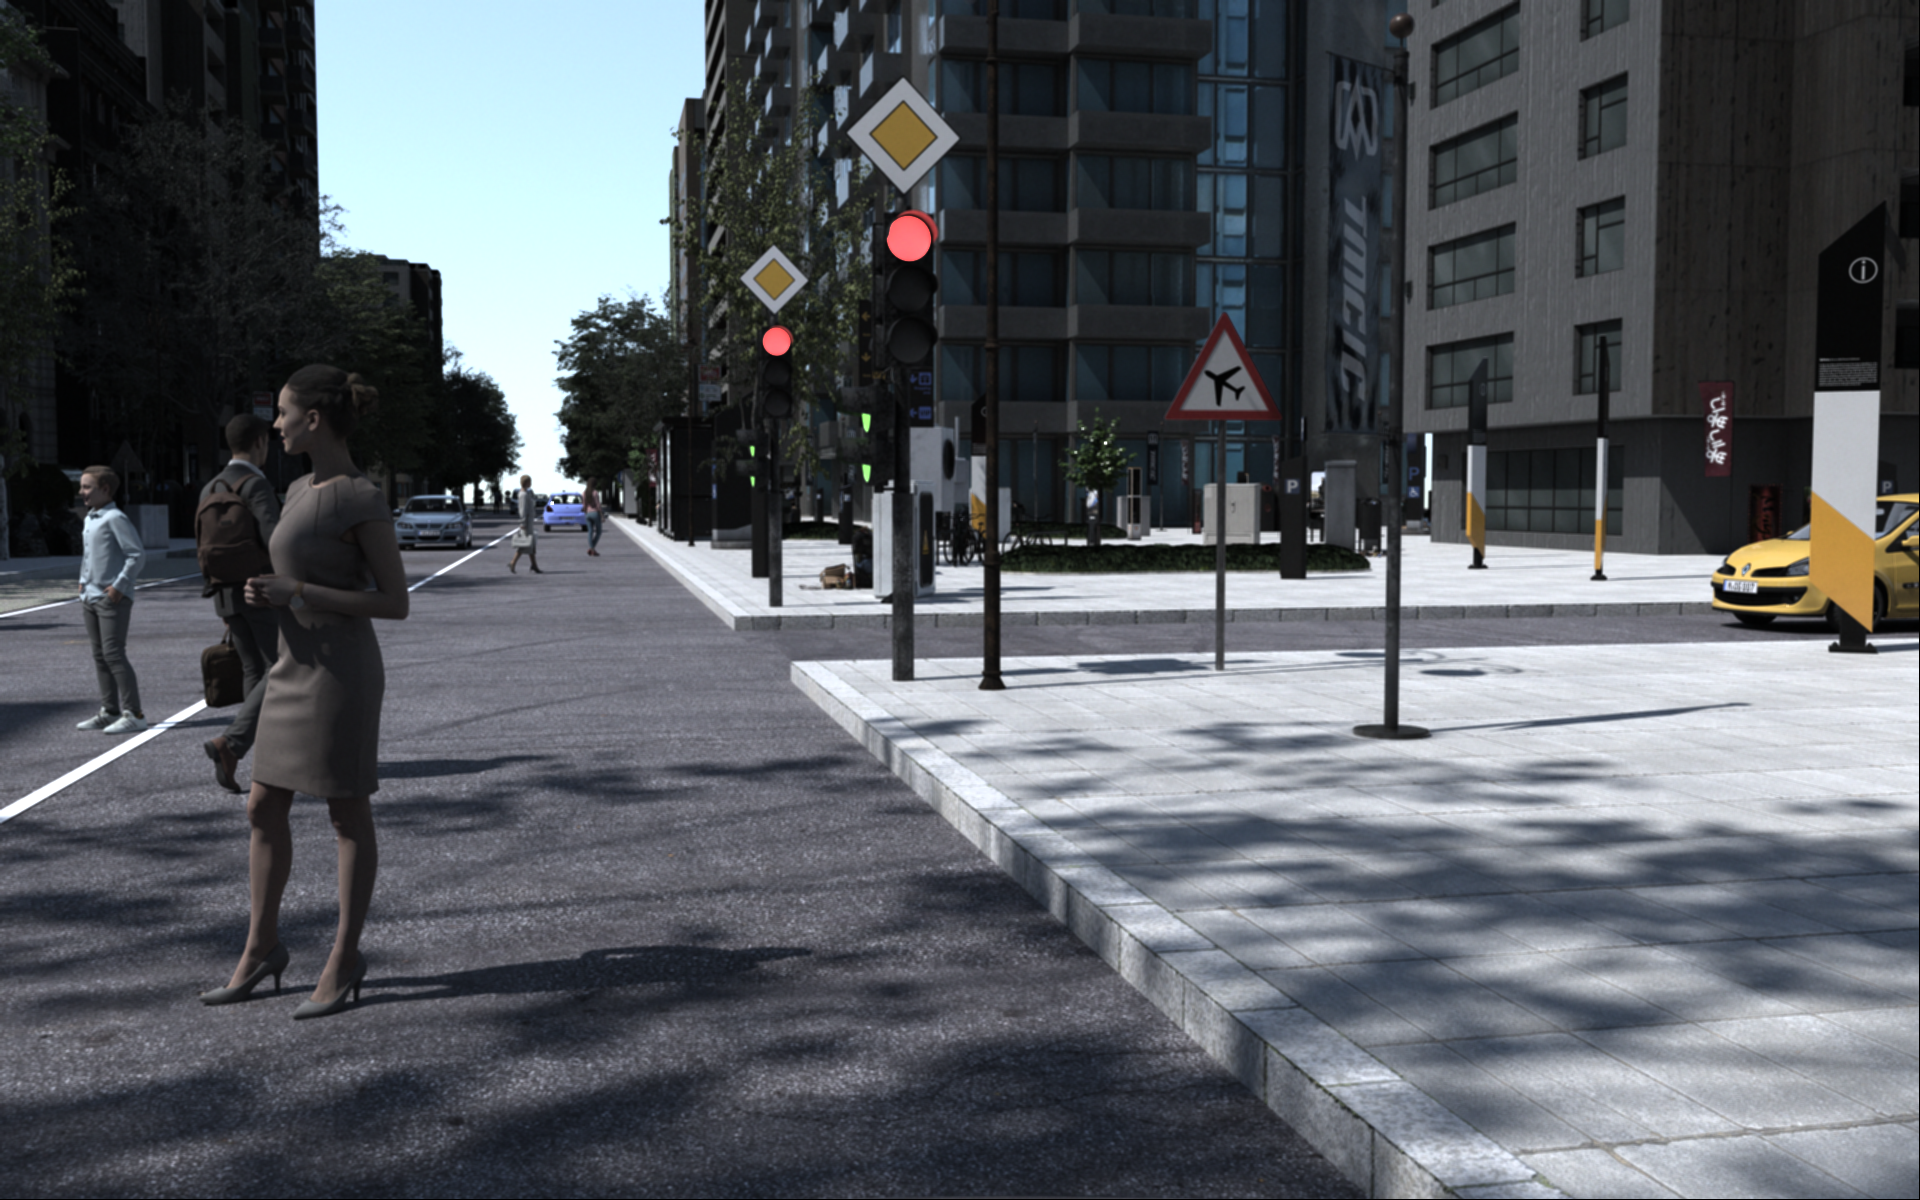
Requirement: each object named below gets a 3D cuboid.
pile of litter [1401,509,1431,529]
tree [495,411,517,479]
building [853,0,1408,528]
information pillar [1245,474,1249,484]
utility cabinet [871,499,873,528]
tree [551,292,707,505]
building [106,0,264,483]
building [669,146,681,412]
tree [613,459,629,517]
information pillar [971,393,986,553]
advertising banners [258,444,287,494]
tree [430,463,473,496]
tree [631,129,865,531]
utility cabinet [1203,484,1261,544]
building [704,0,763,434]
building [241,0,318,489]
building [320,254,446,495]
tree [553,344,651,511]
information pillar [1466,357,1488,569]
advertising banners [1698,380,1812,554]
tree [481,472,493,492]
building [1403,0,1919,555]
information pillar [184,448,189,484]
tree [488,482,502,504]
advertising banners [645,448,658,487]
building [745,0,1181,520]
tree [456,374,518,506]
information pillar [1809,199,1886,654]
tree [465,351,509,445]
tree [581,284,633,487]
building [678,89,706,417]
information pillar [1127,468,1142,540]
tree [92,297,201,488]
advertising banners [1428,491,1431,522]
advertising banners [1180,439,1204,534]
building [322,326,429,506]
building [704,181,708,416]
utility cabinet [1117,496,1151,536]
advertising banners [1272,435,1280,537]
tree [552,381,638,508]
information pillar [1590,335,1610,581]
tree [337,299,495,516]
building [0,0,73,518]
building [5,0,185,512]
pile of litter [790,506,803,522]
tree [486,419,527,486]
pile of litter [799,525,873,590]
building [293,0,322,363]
[{"bbox_3d":[15.852,-2.835,60.313,1.176,0.858,1.719,-2,4,-34],"label":"pile of litter"},{"bbox_3d":[-44.705,-14.576,155.322,9.611,12.733,9.660,0,3,0],"label":"tree"},{"bbox_3d":[5.687,-28.026,77.841,23.786,49.044,30.456,-1,4,-12],"label":"building"},{"bbox_3d":[10.376,-3.590,63.194,0.304,2.012,0.304,1,4,16],"label":"information pillar"},{"bbox_3d":[-1.257,-1.008,27.647,0.306,1.237,1.020,0,4,-5],"label":"utility cabinet"},{"bbox_3d":[-20.650,-12.302,107.796,9.857,13.997,8.962,0,3,0],"label":"tree"},{"bbox_3d":[-46.846,-19.742,94.486,14.160,30.474,14.107,-1,4,-12],"label":"building"},{"bbox_3d":[-27.296,-32.041,207.469,14.154,41.232,14.086,-1,4,-12],"label":"building"},{"bbox_3d":[-18.287,-6.157,95.266,1.663,3.219,1.824,0,3,0],"label":"tree"},{"bbox_3d":[0.500,-2.833,37.668,0.504,3.616,0.183,0,4,5],"label":"information pillar"},{"bbox_3d":[-25.613,-4.176,64.465,2.074,3.025,0.090,0,4,4],"label":"advertising banners"},{"bbox_3d":[-42.737,-9.895,145.494,4.285,4.588,4.351,0,3,0],"label":"tree"},{"bbox_3d":[-3.981,-5.224,35.774,4.360,8.622,3.978,0,3,0],"label":"tree"},{"bbox_3d":[5.726,-1.703,36.518,1.173,1.500,0.318,2,4,35],"label":"utility cabinet"},{"bbox_3d":[-8.825,-31.497,138.684,21.300,48.544,21.600,-1,4,-12],"label":"building"},{"bbox_3d":[-55.162,-28.108,114.190,22.147,44.769,28.867,-1,4,-12],"label":"building"},{"bbox_3d":[-71.260,-26.982,212.851,14.160,30.474,14.107,-1,4,-12],"label":"building"},{"bbox_3d":[-25.909,-13.080,130.857,9.611,12.733,9.660,0,3,0],"label":"tree"},{"bbox_3d":[8.846,-2.340,29.617,0.504,3.616,0.183,-3,5,-43],"label":"information pillar"},{"bbox_3d":[12.419,-1.861,26.622,2.074,3.025,0.090,1,4,15],"label":"advertising banners"},{"bbox_3d":[-58.900,-16.286,216.632,4.737,8.622,4.395,0,3,0],"label":"tree"},{"bbox_3d":[19.789,-16.394,39.737,14.107,30.474,14.160,-1,4,-12],"label":"building"},{"bbox_3d":[-36.773,-5.570,82.418,0.504,3.616,0.183,3,5,42],"label":"information pillar"},{"bbox_3d":[-61.345,-14.312,228.603,1.663,3.219,1.824,0,3,0],"label":"tree"},{"bbox_3d":[-11.051,-4.274,66.063,2.074,3.025,0.090,1,4,17],"label":"advertising banners"},{"bbox_3d":[-2.122,-30.210,113.539,23.786,49.044,30.456,-1,4,-12],"label":"building"},{"bbox_3d":[-51.480,-16.955,183.873,9.857,13.997,8.962,0,3,0],"label":"tree"},{"bbox_3d":[7.162,-1.383,13.970,0.504,3.616,0.183,2,4,24],"label":"information pillar"},{"bbox_3d":[-38.961,-13.404,129.524,12.009,13.543,11.850,0,3,0],"label":"tree"},{"bbox_3d":[-10.576,-6.654,59.159,4.360,8.622,3.978,0,3,0],"label":"tree"},{"bbox_3d":[-23.917,-33.240,193.584,14.600,45.320,14.200,-1,4,-12],"label":"building"},{"bbox_3d":[4.842,-2.665,48.059,0.304,2.012,0.304,-1,4,-17],"label":"information pillar"},{"bbox_3d":[-30.300,-6.975,64.404,4.360,8.622,3.978,0,3,0],"label":"tree"},{"bbox_3d":[21.797,-5.097,79.516,2.074,3.025,0.090,1,4,21],"label":"advertising banners"},{"bbox_3d":[7.655,-3.643,55.748,0.090,3.025,2.074,3,5,42],"label":"advertising banners"},{"bbox_3d":[-74.048,-21.102,190.052,27.650,21.520,28.899,-1,4,-12],"label":"building"},{"bbox_3d":[-16.002,-23.504,155.989,14.160,30.474,14.107,-1,4,-12],"label":"building"},{"bbox_3d":[5.265,-2.530,52.534,1.020,1.237,0.306,-2,4,-25],"label":"utility cabinet"},{"bbox_3d":[9.779,-3.408,51.901,0.090,3.025,2.074,2,4,35],"label":"advertising banners"},{"bbox_3d":[-31.347,-14.987,155.407,12.009,13.543,11.850,0,3,0],"label":"tree"},{"bbox_3d":[9.573,-2.107,25.811,0.183,3.616,0.504,2,4,29],"label":"information pillar"},{"bbox_3d":[-33.566,-11.311,101.944,9.611,12.733,9.660,0,3,0],"label":"tree"},{"bbox_3d":[-36.971,-12.838,51.696,13.314,21.916,24.055,-1,4,-12],"label":"building"},{"bbox_3d":[-40.527,-14.775,71.252,12.332,23.373,15.834,-1,4,-12],"label":"building"},{"bbox_3d":[-5.852,-2.972,62.555,1.719,0.858,1.176,-1,4,-23],"label":"pile of litter"},{"bbox_3d":[-63.851,-19.181,239.364,9.928,11.665,9.643,0,3,0],"label":"tree"},{"bbox_3d":[-1.414,-0.599,23.753,1.719,0.858,1.176,-1,4,-13],"label":"pile of litter"},{"bbox_3d":[-60.246,-42.771,137.551,20.563,71.187,20.611,-1,4,-12],"label":"building"}]
